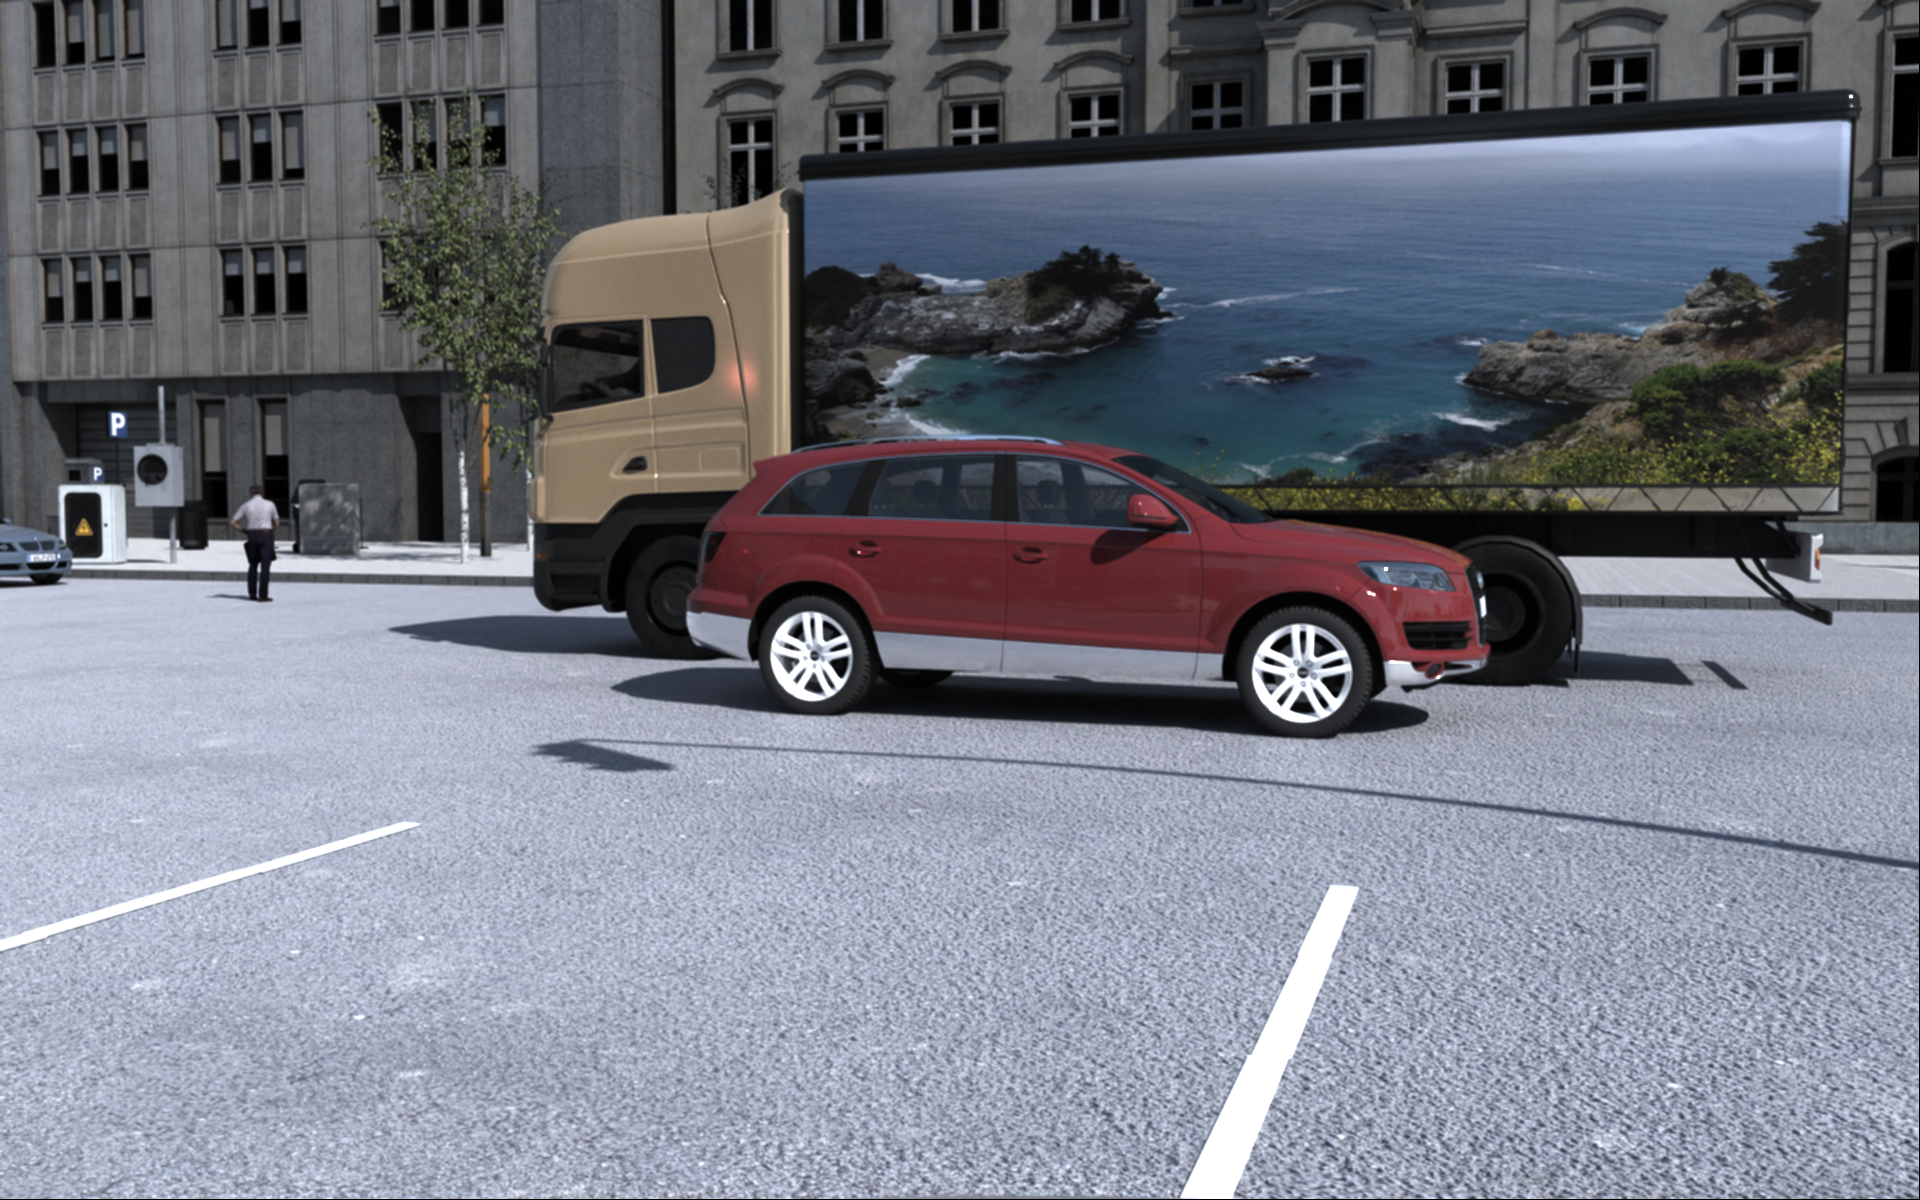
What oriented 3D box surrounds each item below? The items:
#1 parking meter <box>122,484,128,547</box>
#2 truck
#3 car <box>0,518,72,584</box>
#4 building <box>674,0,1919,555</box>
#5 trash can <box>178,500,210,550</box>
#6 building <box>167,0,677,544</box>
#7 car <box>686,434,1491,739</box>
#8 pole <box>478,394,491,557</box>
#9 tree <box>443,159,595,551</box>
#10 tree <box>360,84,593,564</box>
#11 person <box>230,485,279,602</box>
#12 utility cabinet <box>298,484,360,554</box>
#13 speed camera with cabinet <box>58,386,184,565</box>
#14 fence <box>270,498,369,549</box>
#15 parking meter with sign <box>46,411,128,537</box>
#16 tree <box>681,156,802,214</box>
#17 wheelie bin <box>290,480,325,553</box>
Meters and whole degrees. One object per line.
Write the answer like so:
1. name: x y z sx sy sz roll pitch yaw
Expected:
1. parking meter: -20.240 -2.032 41.636 0.372 1.533 0.369 0 3 0
2. truck: 1.185 -1.586 14.848 11.283 4.237 2.839 1 4 17
3. car: -16.292 -0.947 27.483 4.499 1.417 2.014 1 4 19
4. building: 10.275 -13.755 43.979 34.723 24.649 14.460 1 4 18
5. trash can: -17.691 -1.732 39.966 0.748 1.137 0.748 0 3 0
6. building: -16.026 -14.276 51.442 19.932 24.808 12.078 1 4 18
7. car: 0.782 -0.177 11.572 5.304 1.827 2.281 1 4 20
8. pole: -9.694 -2.537 35.318 0.158 3.312 0.155 0 3 0
9. tree: -9.453 -5.404 38.713 4.360 8.622 3.978 0 3 0
10. tree: -8.945 -4.966 31.555 4.737 8.622 4.395 0 3 0
11. person: -9.442 -0.764 23.211 0.614 1.554 0.590 -1 4 -12
12. utility cabinet: -13.368 -1.713 36.690 1.173 1.500 0.318 0 4 4
13. speed camera with cabinet: -15.321 -2.280 31.611 2.038 3.252 0.660 0 4 -2
14. fence: -15.123 -1.804 40.693 2.264 1.192 0.480 0 4 -3
15. parking meter with sign: -18.607 -2.481 36.833 1.738 3.016 0.543 1 4 14
16. tree: -4.253 -5.384 38.385 4.360 8.622 3.978 0 3 0
17. wheelie bin: -14.104 -1.821 37.684 0.980 1.594 0.693 1 4 15
